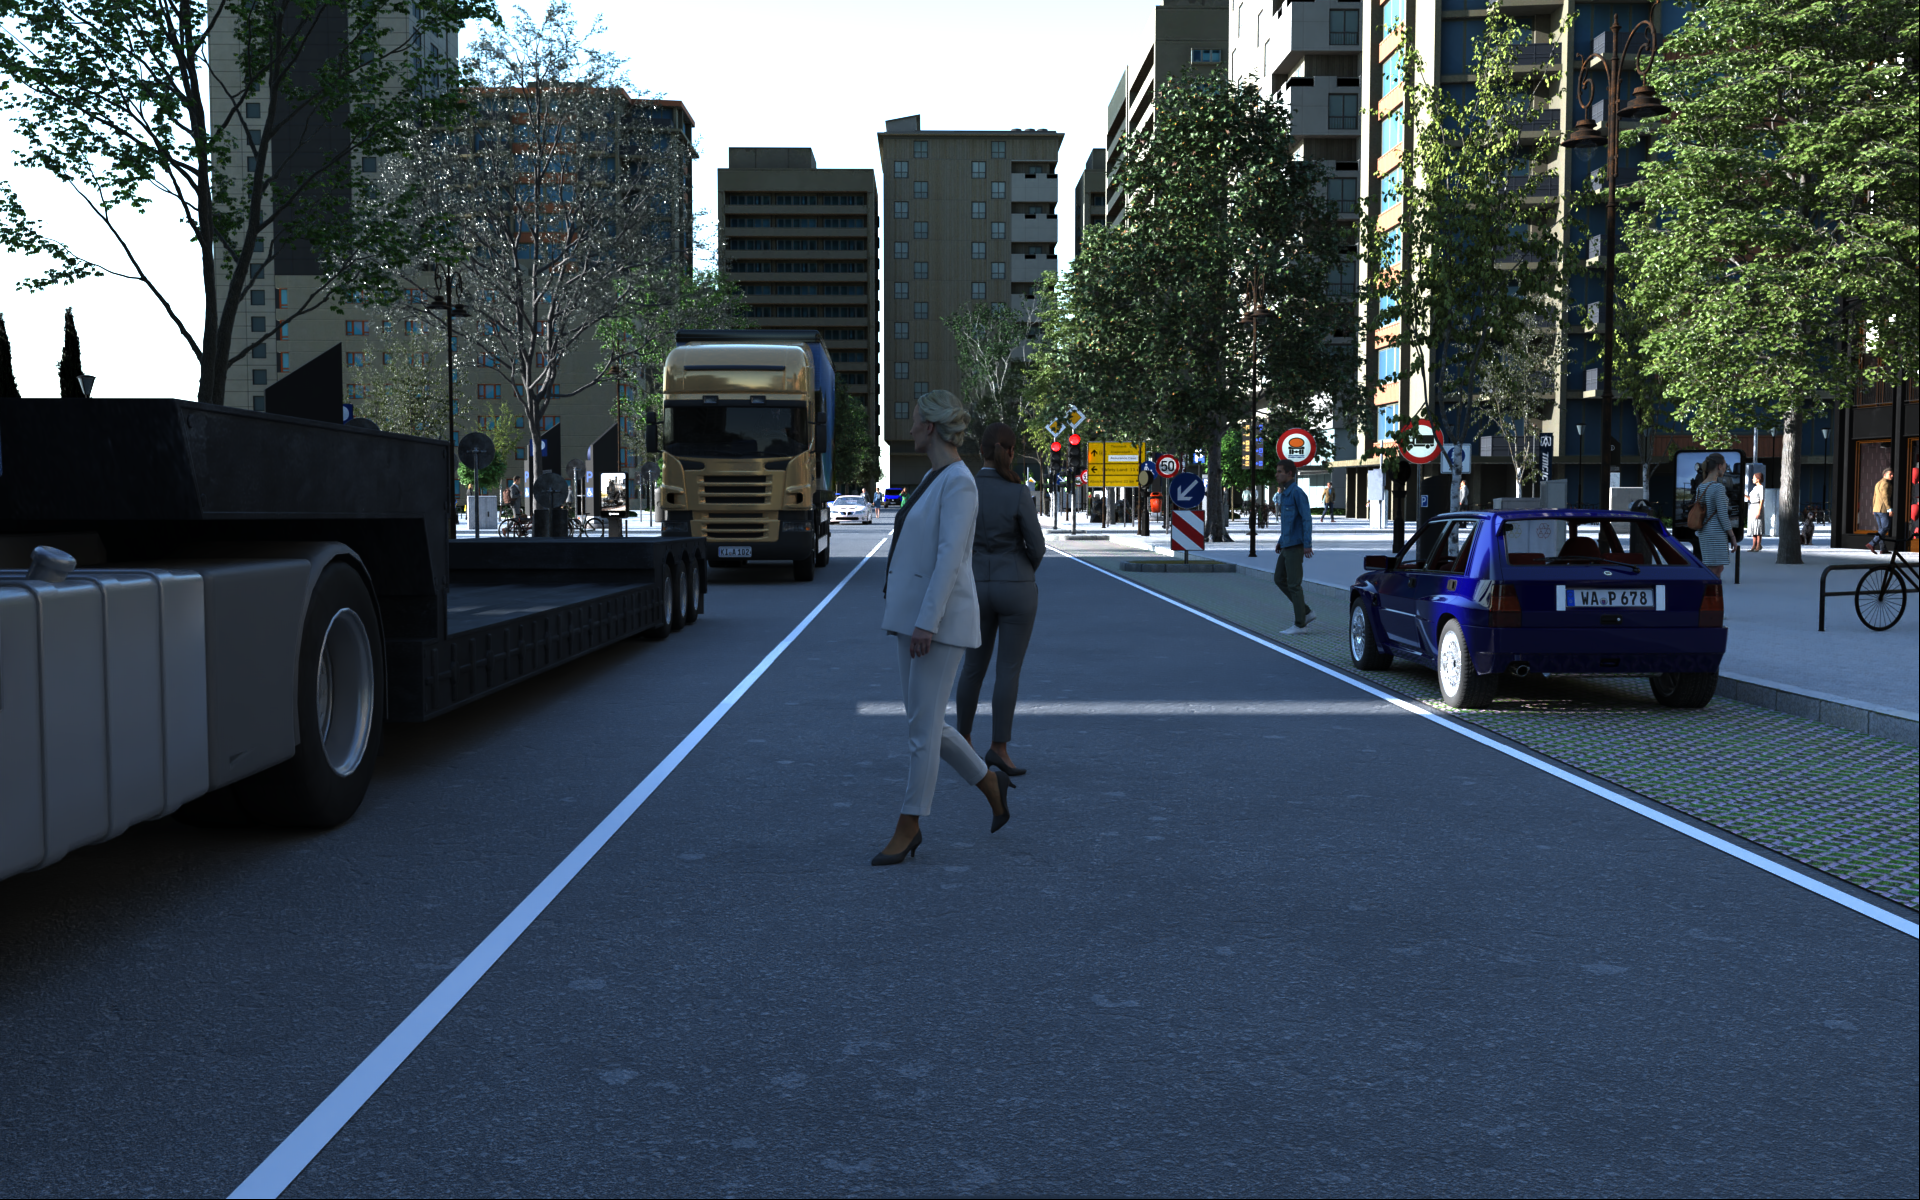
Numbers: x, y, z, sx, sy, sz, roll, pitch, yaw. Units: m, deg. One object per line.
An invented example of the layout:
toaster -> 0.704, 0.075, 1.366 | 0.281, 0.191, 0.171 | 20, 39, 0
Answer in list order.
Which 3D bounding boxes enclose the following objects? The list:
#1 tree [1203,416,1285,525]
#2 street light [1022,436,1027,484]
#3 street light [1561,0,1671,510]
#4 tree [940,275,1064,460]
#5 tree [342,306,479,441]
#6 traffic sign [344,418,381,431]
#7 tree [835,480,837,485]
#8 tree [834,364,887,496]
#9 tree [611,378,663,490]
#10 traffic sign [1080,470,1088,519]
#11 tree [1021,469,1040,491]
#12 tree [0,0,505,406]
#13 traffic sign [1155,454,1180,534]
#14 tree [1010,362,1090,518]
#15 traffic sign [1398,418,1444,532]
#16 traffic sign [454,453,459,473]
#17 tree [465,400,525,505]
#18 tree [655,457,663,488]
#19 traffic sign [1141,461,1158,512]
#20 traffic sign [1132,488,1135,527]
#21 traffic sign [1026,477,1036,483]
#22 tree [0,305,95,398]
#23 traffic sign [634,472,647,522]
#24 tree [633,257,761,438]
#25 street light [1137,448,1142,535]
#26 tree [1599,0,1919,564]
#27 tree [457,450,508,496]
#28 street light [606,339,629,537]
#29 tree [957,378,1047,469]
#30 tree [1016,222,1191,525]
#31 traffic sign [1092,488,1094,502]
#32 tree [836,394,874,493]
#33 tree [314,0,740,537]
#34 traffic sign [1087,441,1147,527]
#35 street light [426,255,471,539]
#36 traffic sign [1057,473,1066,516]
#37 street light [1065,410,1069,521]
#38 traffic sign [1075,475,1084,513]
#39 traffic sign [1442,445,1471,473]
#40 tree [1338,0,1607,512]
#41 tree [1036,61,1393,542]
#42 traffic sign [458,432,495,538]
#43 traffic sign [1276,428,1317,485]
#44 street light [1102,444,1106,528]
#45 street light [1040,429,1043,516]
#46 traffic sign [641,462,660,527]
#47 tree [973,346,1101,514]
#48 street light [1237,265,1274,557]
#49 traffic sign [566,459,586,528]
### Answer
tree -> 12.802, -5.483, 73.354 | 4.285, 4.588, 4.351 | 0, 3, 0
street light -> 4.438, -8.958, 119.254 | 0.468, 5.910, 1.993 | 0, 4, -1
street light -> 6.311, -2.694, 16.838 | 0.468, 5.910, 1.993 | 0, 4, -1
tree -> 4.985, -17.918, 148.844 | 12.611, 20.169, 13.585 | 0, 3, 0
tree -> -21.082, -7.156, 67.357 | 4.360, 8.622, 3.978 | 0, 3, 0
traffic sign -> -9.997, -1.761, 28.894 | 0.768, 2.556, 0.104 | 0, 4, 4
tree -> -13.475, -11.389, 169.929 | 4.285, 4.588, 4.351 | 0, 3, 0
tree -> -12.063, -14.056, 146.825 | 9.611, 12.733, 9.660 | 0, 3, 0
tree -> -18.940, -9.545, 106.430 | 4.360, 8.622, 3.978 | 0, 3, 0
traffic sign -> 6.597, -5.475, 89.620 | 0.768, 2.556, 0.104 | 0, 4, 5
tree -> 5.497, -8.513, 133.782 | 1.663, 3.219, 1.824 | 0, 3, 0
tree -> -9.765, -5.923, 22.595 | 9.928, 11.665, 9.643 | 0, 3, 0
traffic sign -> 6.594, -3.361, 55.061 | 0.768, 2.556, 0.104 | 0, 4, 7
tree -> 5.044, -8.769, 93.735 | 4.737, 8.622, 4.395 | 0, 3, 0
traffic sign -> 7.760, -1.783, 29.252 | 0.768, 2.556, 0.104 | 0, 4, 6
traffic sign -> -14.698, -3.021, 49.493 | 0.768, 2.556, 0.104 | 0, 4, 0
tree -> -35.928, -11.260, 134.459 | 4.737, 8.622, 4.395 | 0, 3, 0
tree -> -22.011, -9.053, 131.737 | 4.285, 4.588, 4.351 | 0, 3, 0
traffic sign -> 7.223, -4.053, 66.380 | 0.768, 2.556, 0.104 | 0, 4, 4
traffic sign -> 6.778, -4.132, 67.659 | 0.768, 2.556, 0.104 | 0, 4, 2
traffic sign -> 5.362, -8.012, 130.722 | 0.795, 2.593, 0.064 | 0, 4, 3
tree -> -65.703, -13.530, 123.041 | 13.155, 14.587, 18.604 | -2, 4, -29
traffic sign -> -14.660, -4.736, 79.570 | 0.606, 2.300, 0.079 | 0, 4, 5
tree -> -11.949, -9.040, 73.558 | 9.928, 11.665, 9.643 | 0, 3, 0
street light -> 5.640, -4.981, 54.227 | 0.468, 5.910, 1.993 | 0, 4, -1
tree -> 15.352, -6.913, 31.150 | 7.486, 12.596, 7.792 | 0, 3, 0
tree -> -30.022, -7.642, 108.660 | 4.285, 4.588, 4.351 | 0, 3, 0
street light -> -10.194, -4.833, 51.802 | 0.468, 5.910, 1.993 | 0, 4, -1
tree -> 4.152, -16.594, 181.674 | 12.009, 13.543, 11.850 | 0, 3, 0
tree -> 6.280, -9.490, 73.291 | 7.486, 12.596, 7.792 | 0, 3, 0
traffic sign -> 9.141, -7.275, 119.049 | 0.768, 2.556, 0.104 | 0, 4, 5
tree -> -12.551, -15.266, 175.358 | 9.928, 11.665, 9.643 | 0, 3, 0
tree -> -10.555, -8.111, 42.985 | 12.009, 13.543, 11.850 | 0, 3, 0
traffic sign -> 6.025, -4.450, 66.625 | 2.265, 3.308, 0.079 | 0, 4, 5
street light -> -9.901, -3.725, 33.697 | 0.468, 5.910, 1.993 | 0, 4, -1
traffic sign -> 5.992, -6.261, 102.477 | 0.768, 2.556, 0.104 | 0, 4, 7
street light -> 5.156, -6.744, 83.047 | 0.468, 5.910, 1.993 | 0, 4, -1
traffic sign -> 7.951, -7.097, 116.143 | 0.768, 2.556, 0.104 | 0, 4, 3
traffic sign -> 10.060, -2.023, 35.209 | 0.606, 2.300, 0.079 | 0, 4, 1
tree -> 7.495, -4.616, 25.841 | 4.737, 8.622, 4.395 | 0, 3, 0
tree -> 6.744, -7.902, 46.212 | 9.611, 12.733, 9.660 | 0, 3, 0
traffic sign -> -9.933, -2.170, 35.589 | 0.768, 2.556, 0.104 | 0, 4, 0
traffic sign -> 6.466, -2.034, 33.366 | 0.768, 2.556, 0.104 | 0, 4, 6
street light -> 5.405, -5.636, 64.941 | 0.468, 5.910, 1.993 | 0, 4, -1
street light -> 4.744, -7.851, 101.149 | 0.468, 5.910, 1.993 | 0, 4, -1
traffic sign -> -12.168, -4.162, 68.149 | 0.768, 2.556, 0.104 | 0, 3, 0
tree -> 5.319, -10.676, 108.959 | 8.767, 10.594, 7.601 | -1, 4, -19
street light -> 5.977, -3.817, 35.192 | 0.468, 5.910, 1.993 | 0, 4, -1
traffic sign -> -13.902, -3.828, 62.694 | 0.768, 2.556, 0.104 | 0, 4, 8
